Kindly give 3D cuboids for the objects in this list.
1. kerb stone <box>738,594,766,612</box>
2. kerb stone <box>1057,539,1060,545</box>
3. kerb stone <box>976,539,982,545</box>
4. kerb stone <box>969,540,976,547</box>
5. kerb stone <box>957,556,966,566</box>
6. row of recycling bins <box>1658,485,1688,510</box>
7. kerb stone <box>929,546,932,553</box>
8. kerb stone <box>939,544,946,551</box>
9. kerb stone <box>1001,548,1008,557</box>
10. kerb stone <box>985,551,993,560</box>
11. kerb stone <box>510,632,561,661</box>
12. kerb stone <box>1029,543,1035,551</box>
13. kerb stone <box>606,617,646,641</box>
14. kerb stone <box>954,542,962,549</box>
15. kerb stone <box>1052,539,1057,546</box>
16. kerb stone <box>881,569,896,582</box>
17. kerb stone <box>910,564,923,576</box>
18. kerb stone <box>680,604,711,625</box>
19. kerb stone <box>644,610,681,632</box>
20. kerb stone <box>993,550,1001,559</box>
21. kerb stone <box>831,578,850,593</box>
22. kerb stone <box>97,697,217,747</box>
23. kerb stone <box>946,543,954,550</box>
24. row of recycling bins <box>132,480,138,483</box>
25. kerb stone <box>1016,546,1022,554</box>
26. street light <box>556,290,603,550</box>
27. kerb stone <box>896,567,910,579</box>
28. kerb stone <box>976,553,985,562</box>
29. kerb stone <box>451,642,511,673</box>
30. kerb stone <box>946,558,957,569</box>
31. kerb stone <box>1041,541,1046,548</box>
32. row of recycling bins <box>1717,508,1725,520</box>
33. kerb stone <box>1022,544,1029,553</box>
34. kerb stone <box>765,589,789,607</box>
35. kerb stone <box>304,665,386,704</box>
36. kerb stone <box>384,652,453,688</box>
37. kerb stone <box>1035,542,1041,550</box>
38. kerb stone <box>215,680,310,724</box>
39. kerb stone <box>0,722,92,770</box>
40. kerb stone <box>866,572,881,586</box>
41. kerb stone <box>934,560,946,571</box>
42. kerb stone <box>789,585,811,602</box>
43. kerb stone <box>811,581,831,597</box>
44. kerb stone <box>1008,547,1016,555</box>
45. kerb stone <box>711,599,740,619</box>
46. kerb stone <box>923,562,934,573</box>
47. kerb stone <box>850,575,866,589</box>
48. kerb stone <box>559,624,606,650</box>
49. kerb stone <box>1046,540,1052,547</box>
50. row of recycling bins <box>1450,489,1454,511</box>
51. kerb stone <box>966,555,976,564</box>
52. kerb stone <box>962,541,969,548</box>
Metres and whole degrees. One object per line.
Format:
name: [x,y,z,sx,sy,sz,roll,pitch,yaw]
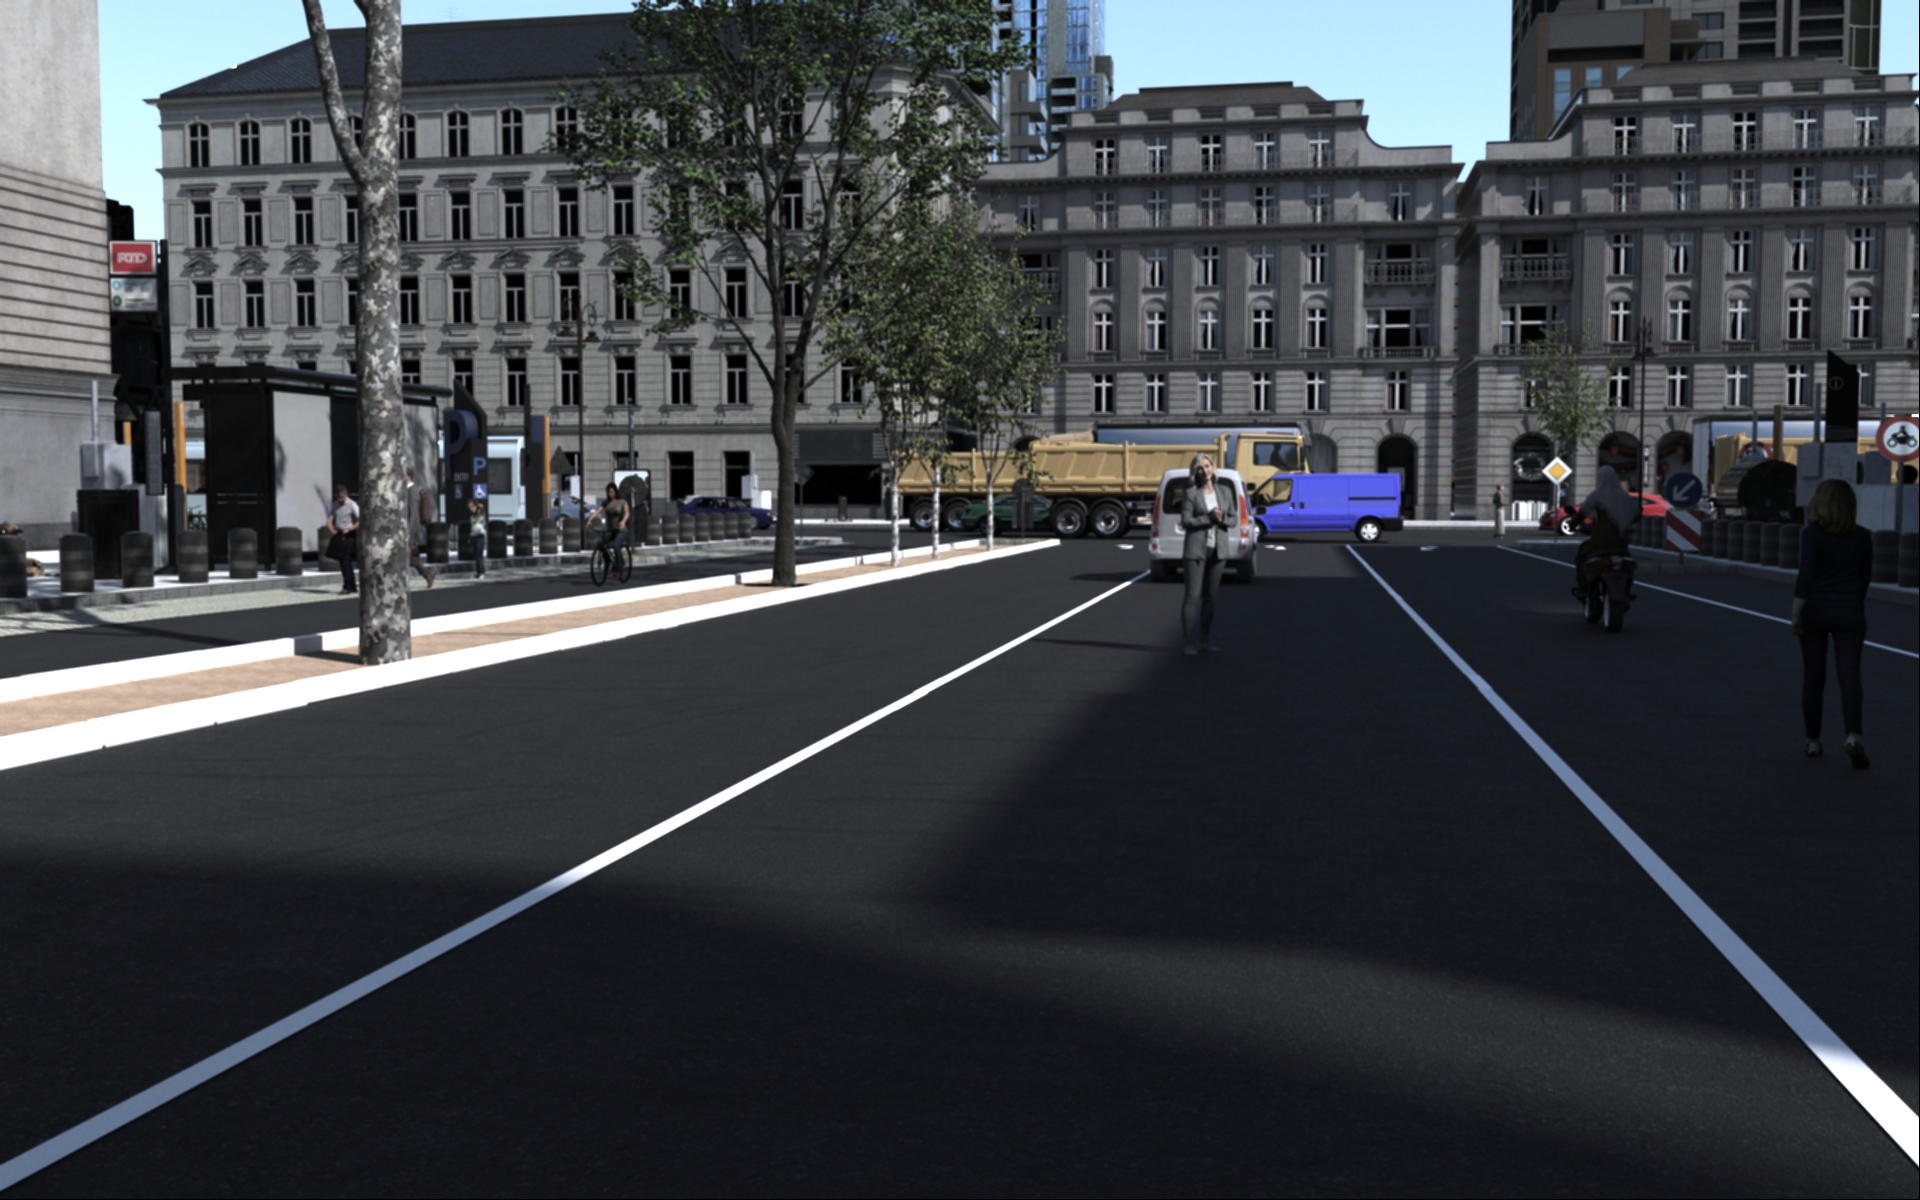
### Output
kerb stone: [-2.640,0.050,21.385,0.120,0.150,1.000,1,4,11]
kerb stone: [2.670,-1.617,48.634,0.120,0.150,1.000,1,4,11]
kerb stone: [0.411,-1.579,48.005,0.120,0.150,1.000,1,4,11]
kerb stone: [0.217,-1.517,46.998,0.120,0.150,1.000,1,4,11]
kerb stone: [-0.081,-0.754,34.526,0.120,0.150,1.000,1,4,11]
row of recycling bins: [29.996,-4.026,72.939,1.069,1.692,3.534,2,4,29]
kerb stone: [-0.761,-1.208,41.951,0.120,0.150,1.000,1,4,11]
kerb stone: [-0.568,-1.270,42.965,0.120,0.150,1.000,1,4,11]
kerb stone: [0.908,-1.062,39.558,0.120,0.150,1.000,1,4,11]
kerb stone: [0.508,-0.929,37.545,0.120,0.150,1.000,1,4,11]
kerb stone: [-3.822,0.424,15.338,0.120,0.150,1.000,1,4,11]
kerb stone: [1.695,-1.308,43.589,0.120,0.150,1.000,1,4,11]
kerb stone: [-3.417,0.297,17.352,0.120,0.150,1.000,1,4,11]
kerb stone: [-0.176,-1.394,44.981,0.120,0.150,1.000,1,4,11]
kerb stone: [2.471,-1.555,47.627,0.120,0.150,1.000,1,4,11]
kerb stone: [-1.259,-0.383,28.459,0.120,0.150,1.000,1,4,11]
kerb stone: [-0.860,-0.507,30.487,0.120,0.150,1.000,1,4,11]
kerb stone: [-3.033,0.174,19.368,0.120,0.150,1.000,1,4,11]
kerb stone: [-3.221,0.237,18.360,0.120,0.150,1.000,1,4,11]
kerb stone: [0.703,-0.998,38.551,0.120,0.150,1.000,1,4,11]
kerb stone: [-1.842,-0.198,25.432,0.120,0.150,1.000,1,4,11]
kerb stone: [-4.793,0.728,10.291,0.120,0.150,1.000,1,4,11]
kerb stone: [-0.365,-1.332,43.970,0.120,0.150,1.000,1,4,11]
row of recycling bins: [-24.116,-2.448,47.142,3.534,1.692,1.069,-2,4,-32]
kerb stone: [1.296,-1.185,41.572,0.120,0.150,1.000,1,4,11]
street light: [-8.642,-4.079,39.479,0.468,5.910,1.993,1,4,11]
kerb stone: [-1.062,-0.445,29.474,0.120,0.150,1.000,1,4,11]
kerb stone: [0.323,-0.872,36.537,0.120,0.150,1.000,1,4,11]
kerb stone: [-4.015,0.482,14.323,0.120,0.150,1.000,1,4,11]
kerb stone: [-0.267,-0.683,33.518,0.120,0.150,1.000,1,4,11]
kerb stone: [2.080,-1.428,45.603,0.120,0.150,1.000,1,4,11]
row of recycling bins: [32.375,-3.990,72.346,1.069,1.692,3.534,2,4,33]
kerb stone: [1.494,-1.247,42.578,0.120,0.150,1.000,1,4,11]
kerb stone: [-2.441,-0.013,22.405,0.120,0.150,1.000,1,4,11]
kerb stone: [-4.410,0.605,12.307,0.120,0.150,1.000,1,4,11]
kerb stone: [-4.213,0.543,13.313,0.120,0.150,1.000,1,4,11]
kerb stone: [1.883,-1.366,44.597,0.120,0.150,1.000,1,4,11]
kerb stone: [-4.594,0.670,11.298,0.120,0.150,1.000,1,4,11]
kerb stone: [-4.989,0.794,9.280,0.120,0.150,1.000,1,4,11]
kerb stone: [-1.462,-0.322,27.454,0.120,0.150,1.000,1,4,11]
kerb stone: [-0.472,-0.631,32.510,0.120,0.150,1.000,1,4,11]
kerb stone: [-2.247,-0.075,23.416,0.120,0.150,1.000,1,4,11]
kerb stone: [-2.044,-0.136,24.422,0.120,0.150,1.000,1,4,11]
kerb stone: [1.103,-1.119,40.565,0.120,0.150,1.000,1,4,11]
kerb stone: [-2.835,0.115,20.379,0.120,0.150,1.000,1,4,11]
kerb stone: [-0.673,-0.568,31.505,0.120,0.150,1.000,1,4,11]
kerb stone: [-1.656,-0.260,26.444,0.120,0.150,1.000,1,4,11]
kerb stone: [-3.617,0.359,16.347,0.120,0.150,1.000,1,4,11]
kerb stone: [2.282,-1.488,46.611,0.120,0.150,1.000,1,4,11]
row of recycling bins: [36.305,-7.453,128.967,1.069,1.692,3.534,-3,5,-42]
kerb stone: [0.119,-0.816,35.531,0.120,0.150,1.000,1,4,11]
kerb stone: [0.024,-1.455,45.991,0.120,0.150,1.000,1,4,11]
